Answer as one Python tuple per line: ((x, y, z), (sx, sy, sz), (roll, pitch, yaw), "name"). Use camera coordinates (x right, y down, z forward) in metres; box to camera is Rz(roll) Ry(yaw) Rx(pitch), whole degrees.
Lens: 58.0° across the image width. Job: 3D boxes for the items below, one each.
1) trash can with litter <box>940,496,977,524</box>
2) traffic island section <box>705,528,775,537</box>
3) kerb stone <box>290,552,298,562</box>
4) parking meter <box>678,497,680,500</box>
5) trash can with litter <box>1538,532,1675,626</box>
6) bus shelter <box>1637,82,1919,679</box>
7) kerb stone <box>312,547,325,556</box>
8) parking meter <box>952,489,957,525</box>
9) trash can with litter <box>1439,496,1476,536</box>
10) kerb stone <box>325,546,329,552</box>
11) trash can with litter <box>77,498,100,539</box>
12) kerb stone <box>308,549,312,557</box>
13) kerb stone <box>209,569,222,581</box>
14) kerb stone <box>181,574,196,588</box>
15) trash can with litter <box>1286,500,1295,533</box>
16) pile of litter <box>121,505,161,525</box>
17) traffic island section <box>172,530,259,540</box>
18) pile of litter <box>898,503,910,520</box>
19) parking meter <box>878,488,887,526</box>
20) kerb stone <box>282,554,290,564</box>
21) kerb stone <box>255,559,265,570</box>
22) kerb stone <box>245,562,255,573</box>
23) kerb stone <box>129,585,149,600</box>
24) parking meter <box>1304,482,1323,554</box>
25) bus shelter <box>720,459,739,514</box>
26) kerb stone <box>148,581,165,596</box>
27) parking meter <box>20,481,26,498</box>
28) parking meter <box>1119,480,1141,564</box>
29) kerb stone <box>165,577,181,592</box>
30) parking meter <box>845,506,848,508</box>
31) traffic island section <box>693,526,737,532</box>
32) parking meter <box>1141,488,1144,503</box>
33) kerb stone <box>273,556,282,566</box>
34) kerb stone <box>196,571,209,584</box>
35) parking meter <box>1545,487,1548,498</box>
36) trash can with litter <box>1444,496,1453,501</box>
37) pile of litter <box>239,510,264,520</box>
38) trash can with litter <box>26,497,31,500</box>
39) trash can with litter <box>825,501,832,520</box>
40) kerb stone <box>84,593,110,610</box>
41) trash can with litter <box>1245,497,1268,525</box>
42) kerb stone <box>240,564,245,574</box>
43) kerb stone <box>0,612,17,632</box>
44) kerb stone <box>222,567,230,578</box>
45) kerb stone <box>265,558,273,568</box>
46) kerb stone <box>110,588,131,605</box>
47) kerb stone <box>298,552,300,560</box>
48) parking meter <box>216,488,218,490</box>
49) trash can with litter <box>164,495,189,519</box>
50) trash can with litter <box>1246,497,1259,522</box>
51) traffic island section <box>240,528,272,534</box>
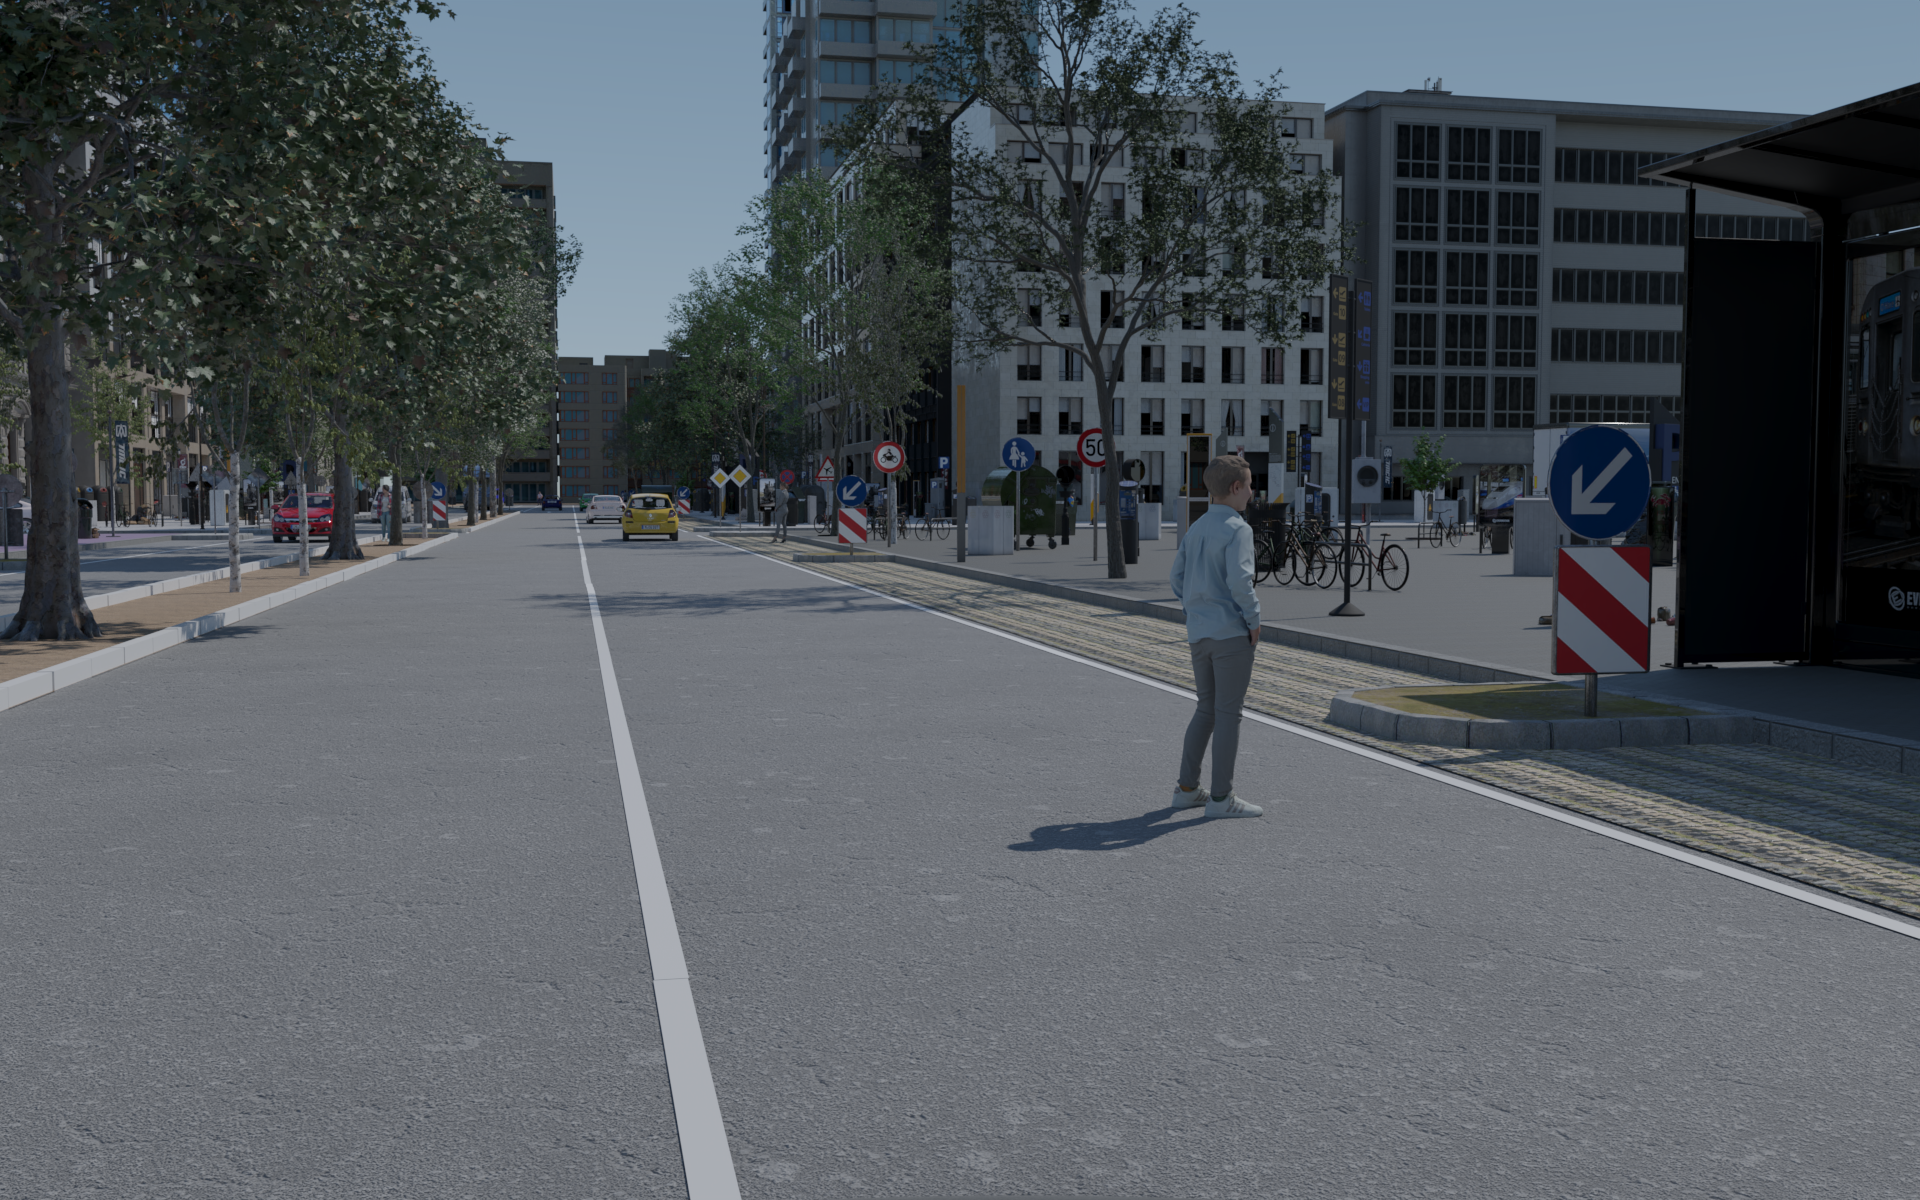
((0.158, -3.929, 75.296), (2.233, 1.210, 1.678), (2, 4, 24), "trash can with litter")
((-7.433, -2.232, 58.771), (2.009, 0.180, 2.903), (-1, 4, -13), "traffic island section")
((-14.161, -0.875, 36.541), (0.120, 0.150, 1.000), (-1, 4, -13), "kerb stone")
((-21.343, -7.562, 132.045), (0.372, 1.533, 0.369), (0, 3, 0), "parking meter")
((6.585, -0.370, 17.103), (2.233, 1.210, 1.678), (-2, 4, -29), "trash can with litter")
((6.389, -1.133, 9.803), (1.731, 3.624, 6.357), (-1, 4, -12), "bus shelter")
((-15.063, -1.121, 40.541), (0.120, 0.150, 1.000), (-1, 4, -13), "kerb stone")
((-0.150, -3.827, 70.990), (0.372, 1.533, 0.369), (0, 3, 0), "parking meter")
((15.332, -2.603, 53.620), (1.678, 1.210, 2.233), (2, 4, 33), "trash can with litter")
((-15.286, -1.183, 41.538), (0.120, 0.150, 1.000), (-1, 4, -13), "kerb stone")
((-25.159, -2.346, 49.737), (0.624, 1.170, 1.055), (0, 4, -6), "trash can with litter")
((-14.622, -0.999, 38.545), (0.120, 0.150, 1.000), (-1, 4, -13), "kerb stone")
((-12.370, -0.388, 28.547), (0.120, 0.150, 1.000), (-1, 4, -13), "kerb stone")
((-11.915, -0.265, 26.536), (0.120, 0.150, 1.000), (-1, 4, -13), "kerb stone")
((10.999, -2.769, 56.662), (0.624, 1.170, 1.055), (3, 5, 40), "trash can with litter")
((-34.246, -3.568, 72.299), (1.719, 0.858, 1.176), (2, 4, 24), "pile of litter")
((-23.721, -2.009, 55.128), (2.009, 0.180, 2.903), (-1, 4, -13), "traffic island section")
((-3.034, -4.463, 86.938), (1.176, 0.858, 1.719), (1, 4, 12), "pile of litter")
((-3.147, -3.799, 70.530), (0.372, 1.533, 0.369), (0, 3, 0), "parking meter")
((-13.946, -0.816, 35.539), (0.120, 0.150, 1.000), (-1, 4, -13), "kerb stone")
((-13.267, -0.633, 32.548), (0.120, 0.150, 1.000), (-1, 4, -13), "kerb stone")
((-13.048, -0.572, 31.550), (0.120, 0.150, 1.000), (-1, 4, -13), "kerb stone")
((-11.248, -0.080, 23.535), (0.120, 0.150, 1.000), (-1, 4, -13), "kerb stone")
((7.531, -1.743, 36.915), (0.372, 1.533, 0.369), (0, 3, 0), "parking meter")
((-14.891, -7.413, 112.481), (1.731, 3.624, 6.357), (-1, 4, -13), "bus shelter")
((-11.475, -0.138, 24.535), (0.120, 0.150, 1.000), (-1, 4, -13), "kerb stone")
((-41.372, -4.316, 76.284), (0.399, 1.863, 0.255), (1, 4, 18), "parking meter")
((3.081, -1.430, 31.793), (0.372, 1.533, 0.369), (0, 3, 0), "parking meter")
((-11.694, -0.204, 25.538), (0.120, 0.150, 1.000), (-1, 4, -13), "kerb stone")
((-5.926, -4.933, 89.059), (0.372, 1.533, 0.369), (0, 3, 0), "parking meter")
((-9.185, -2.708, 66.562), (2.009, 0.180, 2.903), (-1, 4, -13), "traffic island section")
((7.265, -3.771, 70.073), (0.372, 1.533, 0.369), (0, 3, 0), "parking meter")
((-13.718, -0.750, 34.543), (0.120, 0.150, 1.000), (-1, 4, -13), "kerb stone")
((-12.149, -0.326, 27.549), (0.120, 0.150, 1.000), (-1, 4, -13), "kerb stone")
((15.214, -2.209, 44.534), (0.372, 1.533, 0.369), (0, 3, 0), "parking meter")
((29.637, -5.752, 105.440), (1.055, 1.170, 0.624), (-1, 4, -14), "trash can with litter")
((-35.013, -4.354, 85.157), (1.176, 0.858, 1.719), (-2, 4, -30), "pile of litter")
((-41.285, -4.029, 77.259), (1.055, 1.170, 0.624), (1, 4, 20), "trash can with litter")
((-6.435, -4.371, 82.852), (1.055, 1.170, 0.624), (2, 4, 30), "trash can with litter")
((-10.796, 0.040, 21.537), (0.120, 0.150, 1.000), (-1, 4, -13), "kerb stone")
((13.274, -3.989, 76.610), (1.055, 1.170, 0.624), (-1, 4, -18), "trash can with litter")
((-12.812, -0.511, 30.542), (0.120, 0.150, 1.000), (-1, 4, -13), "kerb stone")
((-10.123, 0.226, 18.538), (0.120, 0.150, 1.000), (-1, 4, -13), "kerb stone")
((-12.595, -0.447, 29.544), (0.120, 0.150, 1.000), (-1, 4, -13), "kerb stone")
((-13.505, -0.694, 33.543), (0.120, 0.150, 1.000), (-1, 4, -13), "kerb stone")
((-11.014, -0.015, 22.536), (0.120, 0.150, 1.000), (-1, 4, -13), "kerb stone")
((-14.396, -0.939, 37.548), (0.120, 0.150, 1.000), (-1, 4, -13), "kerb stone")
((-31.676, -4.027, 74.257), (0.372, 1.533, 0.369), (0, 3, 0), "parking meter")
((-40.382, -4.867, 90.634), (2.233, 1.210, 1.678), (1, 4, 11), "trash can with litter")
((14.364, -4.293, 81.242), (2.233, 1.210, 1.678), (0, 4, -4), "trash can with litter")
((-25.472, -2.486, 62.919), (2.009, 0.180, 2.903), (-1, 4, -13), "traffic island section")
